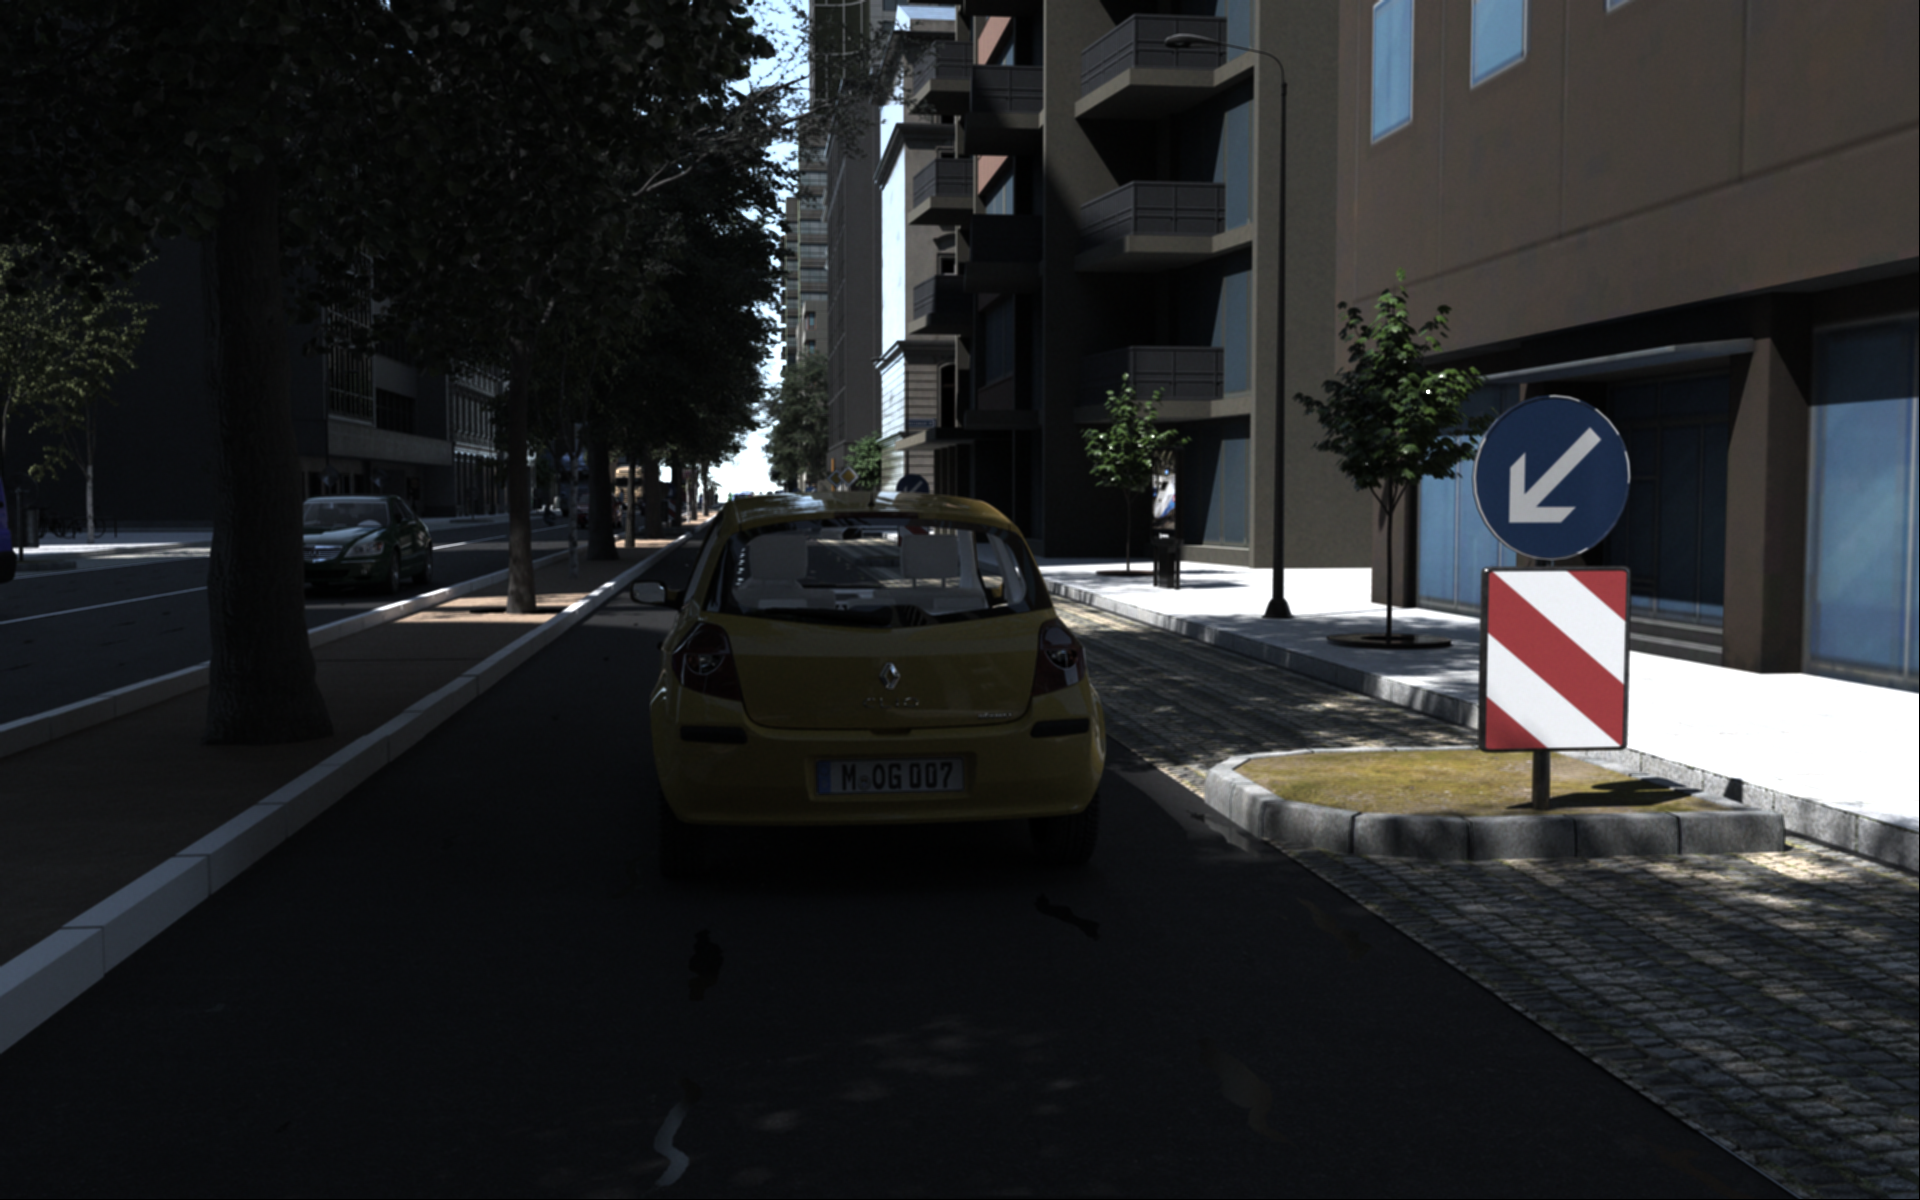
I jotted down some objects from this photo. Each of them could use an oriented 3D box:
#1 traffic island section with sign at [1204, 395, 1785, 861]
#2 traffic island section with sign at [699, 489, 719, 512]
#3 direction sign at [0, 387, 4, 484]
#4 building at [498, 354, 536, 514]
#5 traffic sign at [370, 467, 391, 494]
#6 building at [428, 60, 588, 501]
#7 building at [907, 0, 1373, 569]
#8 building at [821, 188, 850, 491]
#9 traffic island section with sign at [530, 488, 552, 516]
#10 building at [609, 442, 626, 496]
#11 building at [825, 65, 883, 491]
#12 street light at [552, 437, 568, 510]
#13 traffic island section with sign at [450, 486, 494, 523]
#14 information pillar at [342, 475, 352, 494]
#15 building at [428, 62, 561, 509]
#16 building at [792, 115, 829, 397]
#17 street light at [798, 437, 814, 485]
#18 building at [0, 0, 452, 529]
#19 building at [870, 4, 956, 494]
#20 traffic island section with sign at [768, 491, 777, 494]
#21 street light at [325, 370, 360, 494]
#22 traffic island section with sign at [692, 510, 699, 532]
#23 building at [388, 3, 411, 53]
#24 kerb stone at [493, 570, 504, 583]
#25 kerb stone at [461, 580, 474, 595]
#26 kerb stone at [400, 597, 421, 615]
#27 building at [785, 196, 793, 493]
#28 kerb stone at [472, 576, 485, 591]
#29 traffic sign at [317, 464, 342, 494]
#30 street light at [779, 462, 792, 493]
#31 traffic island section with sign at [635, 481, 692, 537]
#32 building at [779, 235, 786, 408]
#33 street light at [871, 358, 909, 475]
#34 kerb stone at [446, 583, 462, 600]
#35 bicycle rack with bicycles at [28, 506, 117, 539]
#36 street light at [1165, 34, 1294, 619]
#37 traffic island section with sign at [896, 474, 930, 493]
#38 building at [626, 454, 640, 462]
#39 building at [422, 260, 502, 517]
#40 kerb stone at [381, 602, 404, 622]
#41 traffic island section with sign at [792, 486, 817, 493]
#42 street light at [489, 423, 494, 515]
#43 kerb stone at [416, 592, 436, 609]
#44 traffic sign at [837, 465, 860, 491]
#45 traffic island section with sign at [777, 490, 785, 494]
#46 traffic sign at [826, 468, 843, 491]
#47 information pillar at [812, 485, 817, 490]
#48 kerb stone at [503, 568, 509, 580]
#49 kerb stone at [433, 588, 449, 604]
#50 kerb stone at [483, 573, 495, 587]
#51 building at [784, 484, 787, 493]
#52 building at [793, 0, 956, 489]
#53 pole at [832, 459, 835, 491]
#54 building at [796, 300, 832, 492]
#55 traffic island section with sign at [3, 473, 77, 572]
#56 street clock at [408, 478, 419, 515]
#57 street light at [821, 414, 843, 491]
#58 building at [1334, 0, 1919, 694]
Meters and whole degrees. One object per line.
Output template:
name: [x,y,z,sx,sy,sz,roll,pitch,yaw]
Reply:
traffic island section with sign: [2.175,0.057,7.700,1.989,1.847,2.006,0,4,-7]
traffic island section with sign: [-20.251,-8.106,140.666,2.006,1.907,1.989,0,4,-7]
direction sign: [-20.105,-2.712,36.345,0.379,3.537,0.876,-2,4,-27]
building: [-35.848,-16.230,120.115,10.420,20.320,16.860,0,4,-7]
traffic sign: [-21.752,-3.757,65.073,0.795,2.450,0.064,0,4,-7]
building: [-44.269,-31.771,169.568,14.600,45.320,14.200,0,4,-7]
building: [10.232,-23.738,42.745,22.147,44.769,28.867,0,4,-7]
building: [-3.073,-21.002,130.778,14.401,28.519,23.554,0,4,-7]
traffic island section with sign: [-27.737,-6.431,113.781,1.989,1.847,2.006,0,4,-7]
building: [-51.714,-35.367,228.367,14.600,45.320,14.200,0,4,-7]
building: [-0.682,-19.185,107.176,14.314,27.812,24.014,0,4,-7]
street light: [-32.492,-10.285,140.707,1.470,5.913,1.316,0,4,-7]
traffic island section with sign: [-24.450,-4.786,86.874,1.989,1.847,2.006,0,4,-7]
information pillar: [-23.366,-3.768,66.096,0.304,2.012,0.304,-1,4,-10]
building: [-50.837,-27.975,149.272,32.217,40.220,23.993,0,4,-7]
building: [-10.755,-31.006,190.545,14.154,41.232,14.086,0,4,-7]
street light: [-12.579,-10.354,141.837,1.470,5.913,1.316,0,4,-7]
building: [-32.871,-15.861,78.388,14.314,24.678,30.058,0,4,-7]
building: [13.882,-15.734,76.342,34.723,24.649,14.460,0,4,-7]
traffic island section with sign: [-17.141,-9.612,165.790,1.989,1.847,2.006,0,4,-7]
street light: [-23.200,-5.656,65.019,1.470,5.913,1.316,0,4,-7]
traffic island section with sign: [-11.125,-3.544,66.082,2.006,1.907,1.989,0,4,-7]
building: [-51.140,-53.686,190.430,22.319,86.520,31.000,0,4,-7]
kerb stone: [-7.482,-0.342,27.787,0.120,0.150,1.000,0,4,-7]
kerb stone: [-7.122,-0.155,24.723,0.120,0.150,1.000,0,4,-7]
kerb stone: [-6.618,0.094,20.664,0.120,0.150,1.000,0,4,-7]
building: [-17.165,-34.073,240.681,14.154,41.232,14.086,0,4,-7]
kerb stone: [-7.241,-0.216,25.752,0.120,0.150,1.000,0,4,-7]
traffic sign: [-20.783,-3.272,57.146,0.795,2.450,0.064,0,4,-7]
street light: [-21.707,-15.004,217.850,1.470,5.913,1.316,0,4,-7]
traffic island section with sign: [-10.236,-3.094,58.728,2.006,1.907,1.989,0,4,-7]
building: [-18.570,-38.624,286.122,22.147,44.769,28.867,0,4,-7]
street light: [-2.335,-5.298,59.156,1.470,5.913,1.316,0,4,-7]
kerb stone: [-6.991,-0.093,23.709,0.120,0.150,1.000,0,4,-7]
bicycle rack with bicycles: [-26.216,-2.269,50.478,2.852,0.926,2.925,1,4,13]
street light: [2.763,-2.765,17.744,1.470,5.913,1.316,0,4,-7]
traffic island section with sign: [-1.120,-1.595,34.710,1.989,1.847,2.006,0,4,-7]
building: [-57.871,-36.380,249.435,22.147,44.769,28.867,0,4,-7]
building: [-33.386,-15.510,102.734,9.793,20.994,18.267,0,4,-7]
kerb stone: [-6.496,0.156,19.646,0.120,0.150,1.000,0,4,-7]
traffic island section with sign: [-7.853,-4.964,89.784,1.989,1.847,2.006,0,4,-7]
street light: [-28.197,-8.172,106.151,1.470,5.913,1.316,0,4,-7]
kerb stone: [-6.749,0.032,21.679,0.120,0.150,1.000,0,4,-7]
traffic sign: [-3.812,-3.398,59.192,0.795,2.450,0.064,0,4,-7]
traffic island section with sign: [-11.136,-6.607,116.648,1.989,1.847,2.006,0,4,-7]
traffic sign: [-4.781,-3.882,67.119,0.795,2.450,0.064,0,4,-7]
information pillar: [-11.161,-7.853,132.882,0.304,2.012,0.304,-3,5,-42]
kerb stone: [-7.614,-0.404,28.807,0.120,0.150,1.000,0,4,-7]
kerb stone: [-6.872,-0.027,22.694,0.120,0.150,1.000,0,4,-7]
kerb stone: [-7.364,-0.278,26.767,0.120,0.150,1.000,0,4,-7]
building: [-10.476,-34.788,260.671,32.217,40.220,23.993,0,4,-7]
building: [-9.611,-47.031,207.214,20.563,71.187,20.611,0,4,-7]
pole: [-7.269,-6.468,99.596,0.158,3.312,0.155,0,3,0]
building: [-1.827,-19.913,170.623,27.650,21.520,28.899,0,4,-7]
traffic island section with sign: [-17.799,-1.457,32.446,1.989,1.847,2.006,0,4,-7]
street clock: [-25.225,-4.612,79.975,0.358,2.002,0.471,3,5,41]
street light: [-7.377,-7.840,100.731,1.470,5.913,1.316,0,4,-7]
building: [12.182,-22.211,13.268,14.600,45.320,14.200,0,4,-7]
